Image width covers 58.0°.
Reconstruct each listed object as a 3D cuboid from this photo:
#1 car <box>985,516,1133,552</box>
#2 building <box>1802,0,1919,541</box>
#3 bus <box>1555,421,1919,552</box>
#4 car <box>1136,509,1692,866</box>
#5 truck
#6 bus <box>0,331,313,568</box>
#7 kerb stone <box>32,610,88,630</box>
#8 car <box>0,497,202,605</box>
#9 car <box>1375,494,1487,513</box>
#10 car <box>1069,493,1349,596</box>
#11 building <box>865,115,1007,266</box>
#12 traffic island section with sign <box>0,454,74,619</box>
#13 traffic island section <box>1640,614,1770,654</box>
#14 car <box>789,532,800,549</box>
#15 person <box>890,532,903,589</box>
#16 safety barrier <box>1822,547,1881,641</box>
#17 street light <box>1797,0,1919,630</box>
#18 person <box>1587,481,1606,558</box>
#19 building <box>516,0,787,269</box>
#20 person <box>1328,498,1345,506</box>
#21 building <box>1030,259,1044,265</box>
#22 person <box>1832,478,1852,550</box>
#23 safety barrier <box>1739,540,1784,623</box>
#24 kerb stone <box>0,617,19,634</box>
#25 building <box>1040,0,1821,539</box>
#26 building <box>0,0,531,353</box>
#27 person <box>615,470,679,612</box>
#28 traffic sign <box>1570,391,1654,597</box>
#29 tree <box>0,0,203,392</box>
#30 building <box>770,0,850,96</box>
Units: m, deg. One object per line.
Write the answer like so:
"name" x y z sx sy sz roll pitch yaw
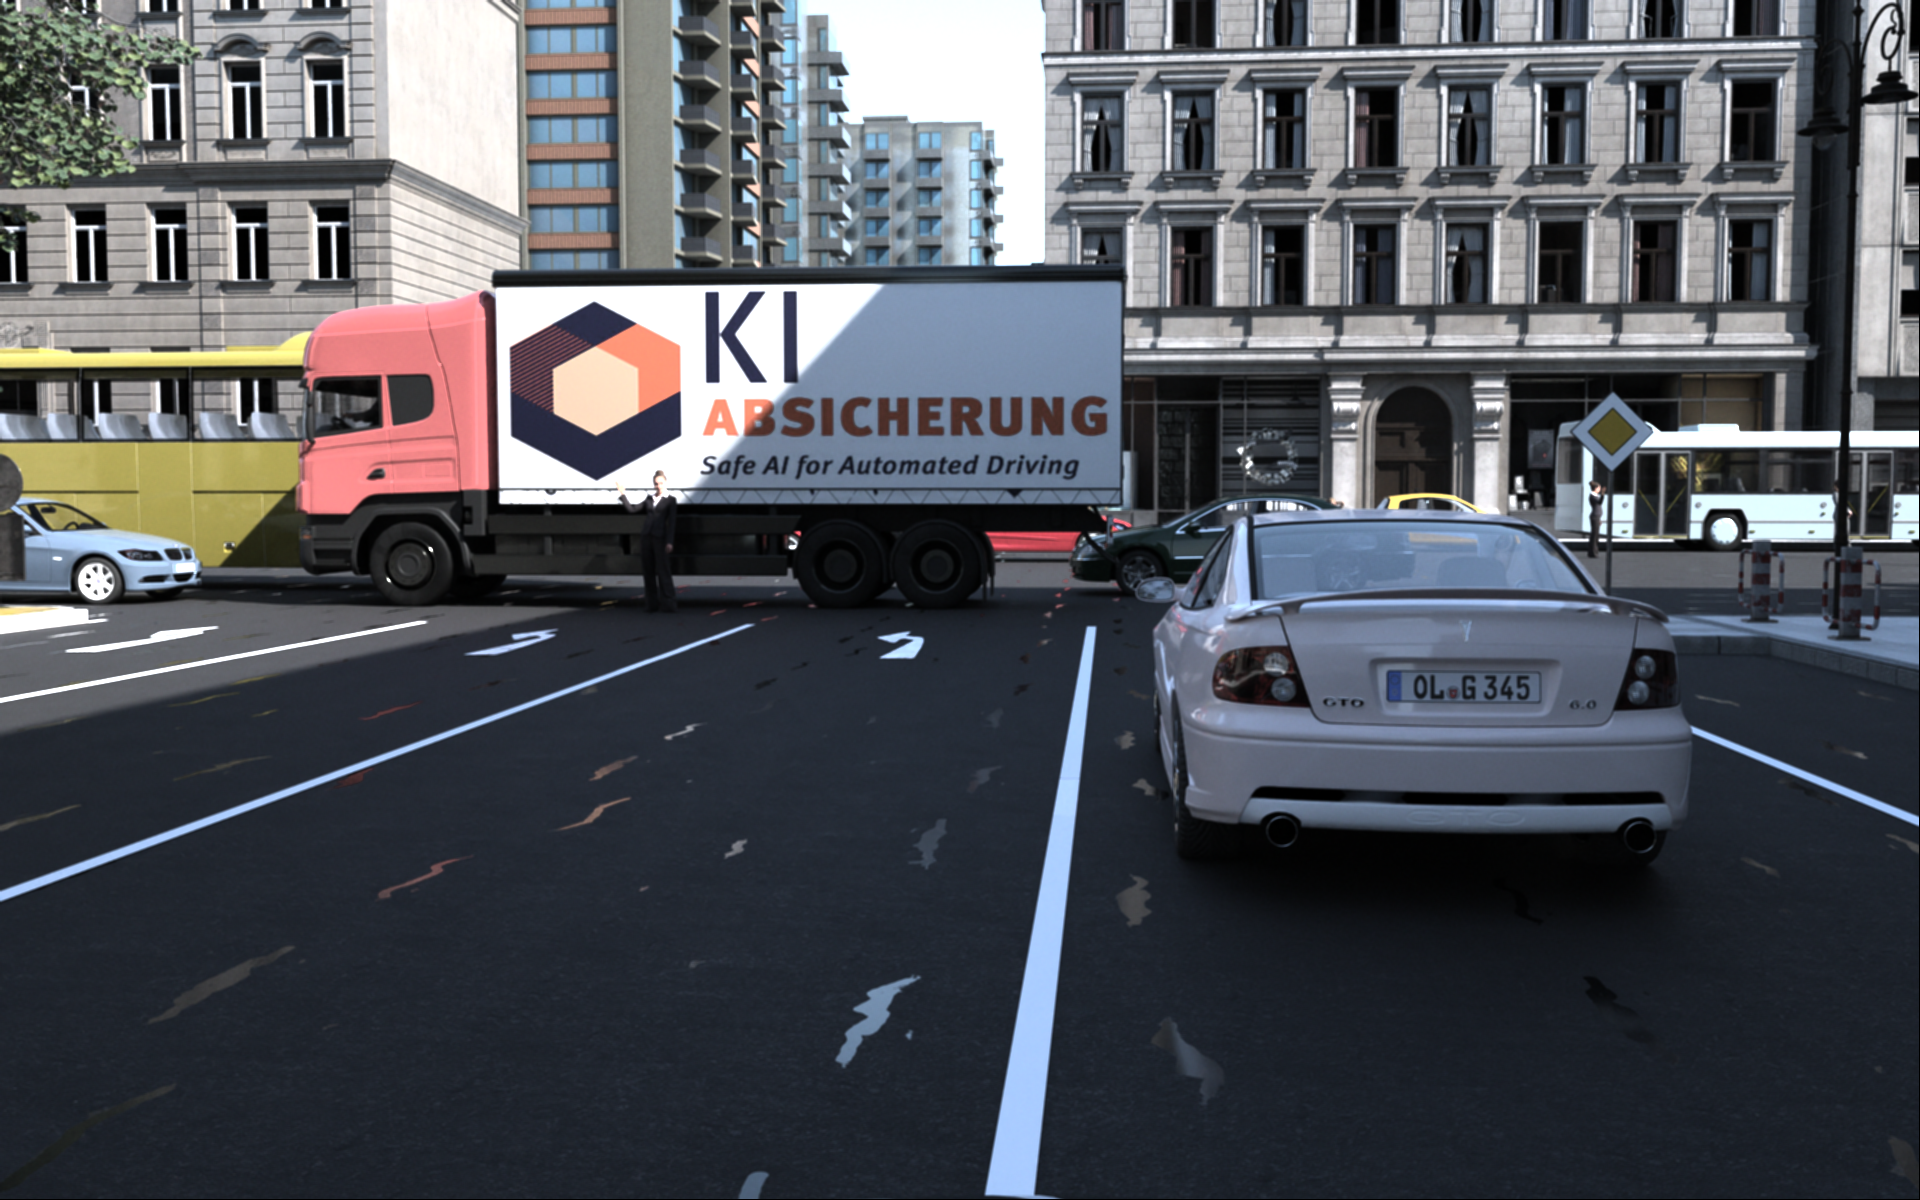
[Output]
"car" 1.579 -1.718 37.124 4.494 1.783 2.155 0 4 6
"building" 34.466 -14.298 51.795 19.932 24.808 12.078 0 4 5
"bus" 22.123 -2.987 43.693 13.247 3.499 2.948 0 4 4
"car" 1.878 0.260 8.117 2.083 1.381 4.827 0 4 5
"truck" -3.496 -2.069 22.749 11.283 4.237 2.839 0 4 4
"bus" -11.131 -2.162 26.897 12.252 3.916 2.896 0 4 6
"kerb stone" -9.783 0.212 18.722 0.120 0.150 1.000 0 4 5
"car" -12.563 -0.691 23.298 4.499 1.417 2.014 0 4 5
"car" 12.179 -2.031 43.430 3.980 1.641 2.015 0 4 5
"car" 4.031 -0.803 24.924 4.920 1.459 2.131 0 4 6
"building" -9.289 -36.829 221.760 30.456 49.044 23.786 0 4 5
"traffic island section with sign" -10.824 -0.649 18.750 2.006 1.907 1.989 0 4 5
"traffic island section" 6.378 0.322 17.019 2.009 0.180 2.903 0 4 5
"car" -4.649 -1.577 34.821 4.494 1.783 2.155 0 4 3
"person" -0.965 -1.065 26.307 0.661 1.777 0.834 3 5 43
"safety barrier" 7.826 -0.058 15.220 0.300 0.817 1.120 0 4 5
"street light" 8.347 -2.659 16.268 0.468 5.910 1.993 0 4 5
"person" 14.358 -1.809 38.885 0.445 1.727 0.742 -1 4 -15
"building" -25.203 -29.048 129.566 22.147 44.769 28.867 0 4 5
"person" 8.683 -1.685 39.956 0.435 1.345 0.340 1 4 15
"building" 12.704 -27.143 215.486 14.107 30.474 14.160 0 4 5
"person" 19.794 -1.830 38.694 0.573 1.790 0.520 2 4 27
"safety barrier" 8.008 -0.186 17.321 0.300 0.817 1.120 0 4 5
"kerb stone" -9.876 0.280 17.690 0.120 0.150 1.000 0 4 5
"building" 4.073 -12.400 53.652 40.483 20.767 10.553 0 4 5
"building" -28.462 -15.938 57.843 25.104 27.353 12.463 0 4 5
"person" -3.784 -0.711 20.931 0.742 1.727 0.445 -1 4 -13
"traffic sign" 6.354 -0.814 16.944 0.795 2.450 0.064 0 4 5
"tree" -11.199 -6.411 13.931 9.857 13.997 8.962 0 3 0
"building" -26.230 -33.408 165.821 30.456 49.044 23.786 0 4 5
